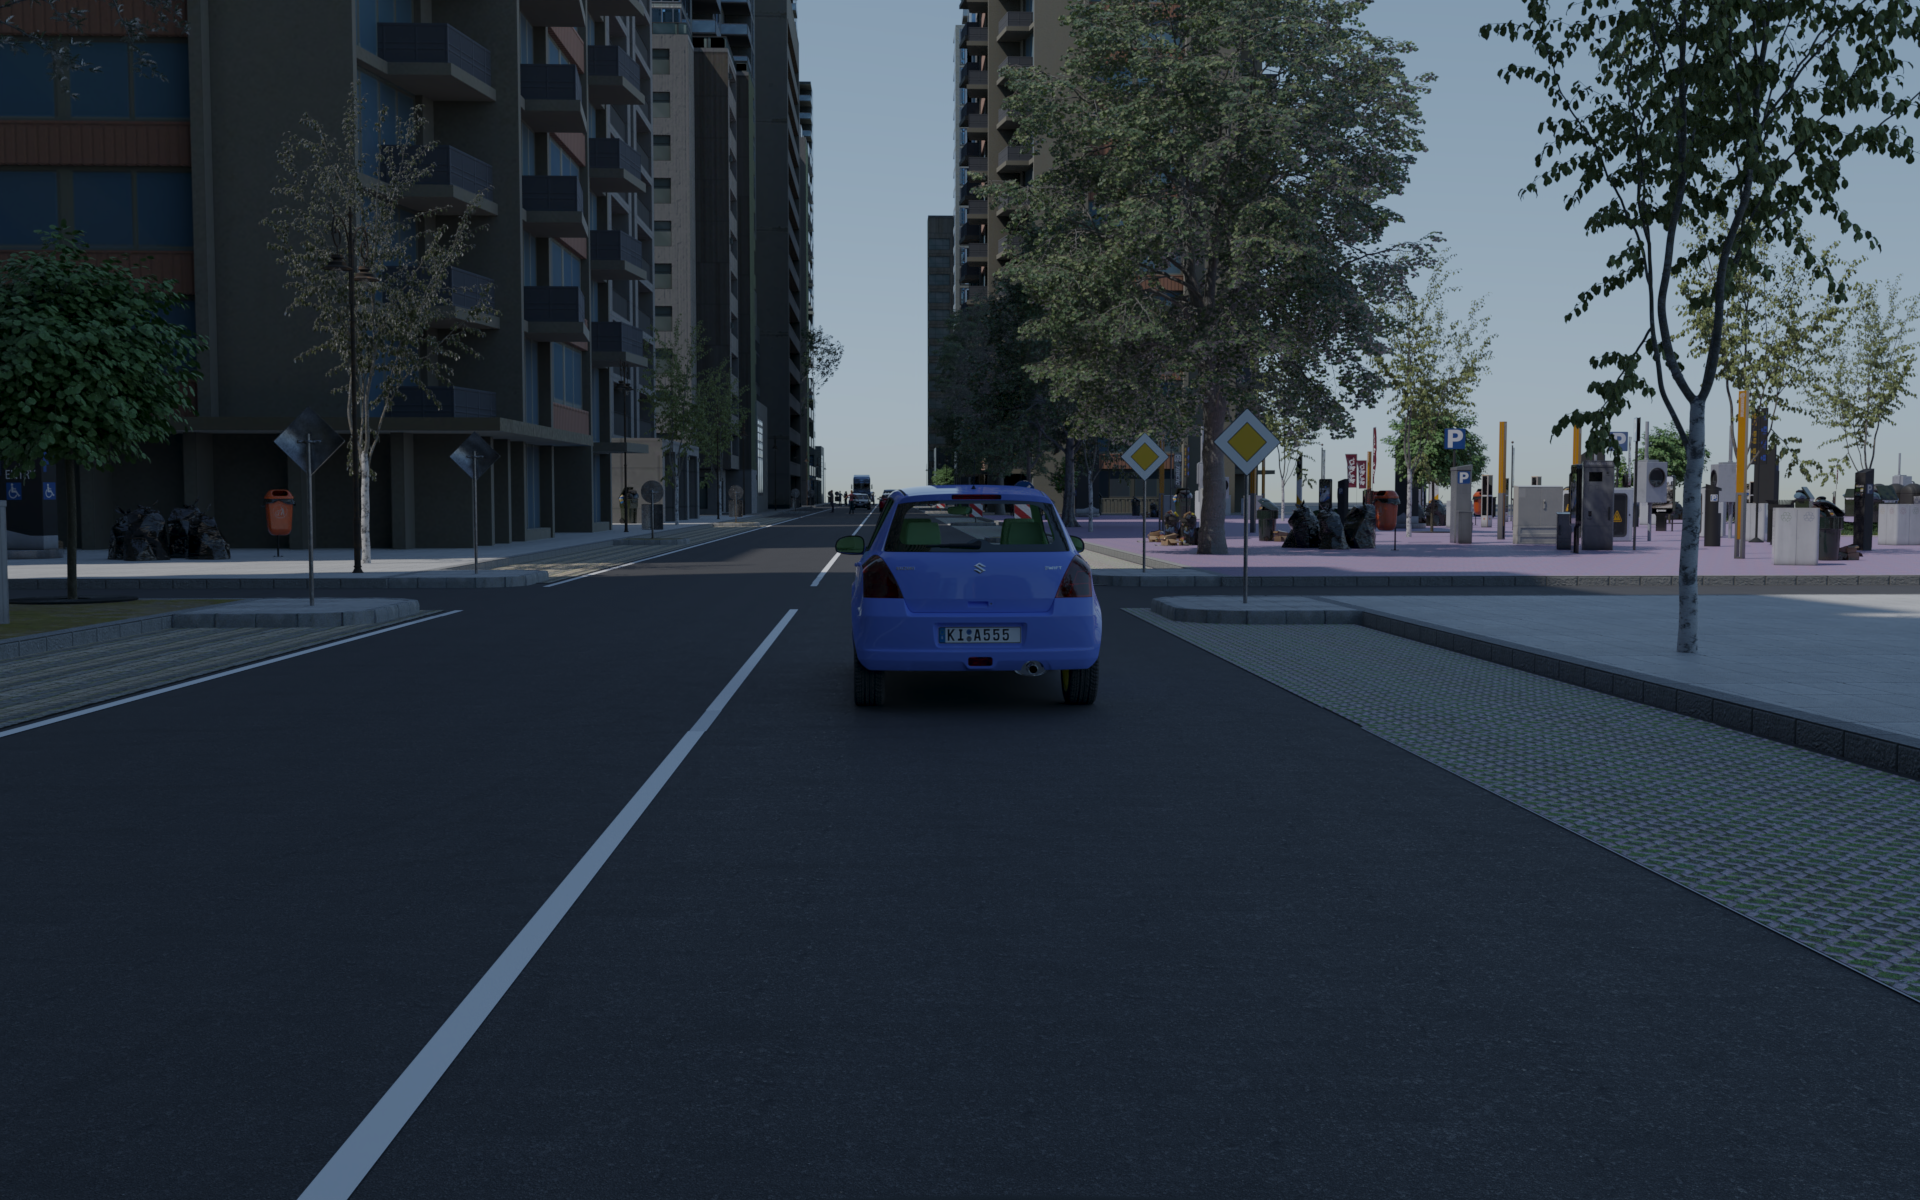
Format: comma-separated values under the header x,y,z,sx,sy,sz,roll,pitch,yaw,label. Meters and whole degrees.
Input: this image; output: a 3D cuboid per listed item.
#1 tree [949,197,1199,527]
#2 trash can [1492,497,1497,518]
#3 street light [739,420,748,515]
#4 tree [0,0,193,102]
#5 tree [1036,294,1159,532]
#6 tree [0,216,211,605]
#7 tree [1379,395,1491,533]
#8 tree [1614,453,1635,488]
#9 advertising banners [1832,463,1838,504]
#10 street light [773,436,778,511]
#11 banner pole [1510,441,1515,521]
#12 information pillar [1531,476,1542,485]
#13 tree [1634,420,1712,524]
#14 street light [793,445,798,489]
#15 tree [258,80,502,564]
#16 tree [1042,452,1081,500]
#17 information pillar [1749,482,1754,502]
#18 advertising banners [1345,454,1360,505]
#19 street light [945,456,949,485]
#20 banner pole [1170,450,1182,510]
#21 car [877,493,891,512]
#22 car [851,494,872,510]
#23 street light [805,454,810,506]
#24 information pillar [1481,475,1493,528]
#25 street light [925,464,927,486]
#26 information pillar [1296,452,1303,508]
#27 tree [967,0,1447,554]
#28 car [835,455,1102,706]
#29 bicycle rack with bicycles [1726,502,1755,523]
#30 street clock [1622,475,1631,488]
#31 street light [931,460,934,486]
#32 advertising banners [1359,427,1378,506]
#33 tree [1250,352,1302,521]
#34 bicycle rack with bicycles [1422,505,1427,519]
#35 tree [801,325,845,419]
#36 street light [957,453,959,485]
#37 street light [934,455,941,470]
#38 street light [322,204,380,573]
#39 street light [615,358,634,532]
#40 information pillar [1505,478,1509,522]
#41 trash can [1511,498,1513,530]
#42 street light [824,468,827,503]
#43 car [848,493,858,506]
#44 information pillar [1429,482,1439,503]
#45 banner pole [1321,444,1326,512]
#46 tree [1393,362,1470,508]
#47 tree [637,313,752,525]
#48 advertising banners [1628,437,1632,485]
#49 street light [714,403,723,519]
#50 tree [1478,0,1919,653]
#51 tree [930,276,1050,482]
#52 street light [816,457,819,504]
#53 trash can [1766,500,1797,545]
x,y,z,sx,sy,sz,roll,pitch,yaw,label
4.352,-9.190,67.272,9.611,12.733,9.660,0,3,0,tree
28.693,-5.020,93.738,0.748,1.137,0.748,0,3,0,trash can
-13.028,-8.049,104.383,0.468,5.910,1.993,0,4,-2,street light
-10.249,-6.147,10.878,12.009,13.543,11.850,0,3,0,tree
4.457,-6.588,58.078,4.360,8.622,3.978,0,3,0,tree
-10.712,-2.255,20.585,4.285,4.588,4.351,0,3,0,tree
15.623,-4.513,57.502,4.285,4.588,4.351,0,3,0,tree
30.290,-5.193,79.511,1.663,3.219,1.824,0,3,0,tree
47.244,-5.952,93.505,0.090,3.025,2.074,1,4,21,advertising banners
-14.340,-9.889,134.469,0.468,5.910,1.993,0,4,-2,street light
26.130,-5.619,81.883,0.401,3.779,0.863,2,4,27,banner pole
23.873,-4.115,71.778,0.304,2.012,0.304,-3,4,-36,information pillar
30.748,-5.578,74.918,4.285,4.588,4.351,0,3,0,tree
-15.599,-11.730,164.569,0.468,5.910,1.993,0,4,-2,street light
-10.818,-4.990,31.957,4.360,8.622,3.978,0,3,0,tree
4.706,-5.080,77.659,1.663,3.219,1.824,0,3,0,tree
46.387,-5.930,101.441,0.304,2.012,0.304,1,4,21,information pillar
17.713,-4.821,75.009,2.074,3.025,0.090,1,4,9,advertising banners
-1.362,-12.632,179.313,0.468,5.910,1.993,0,4,-2,street light
11.310,-6.182,91.091,0.863,3.779,0.401,-1,4,-18,banner pole
-5.758,-8.145,142.210,2.155,1.783,4.494,0,4,-2,car
-9.027,-9.052,157.779,2.009,1.686,4.222,0,4,-1,car
-16.542,-13.129,187.454,0.468,5.910,1.993,0,4,-2,street light
20.204,-3.786,66.399,0.304,2.012,0.304,-2,4,-35,information pillar
-5.060,-17.724,262.577,0.468,5.910,1.993,0,4,-2,street light
19.043,-6.471,97.148,0.183,3.616,0.504,-1,4,-23,information pillar
5.314,-7.960,36.805,9.857,13.997,8.962,0,3,0,tree
0.024,-0.212,13.060,1.945,1.707,3.694,0,4,-4,car
34.620,-3.927,77.582,2.925,0.926,2.852,-2,4,-24,bicycle rack with bicycles
25.208,-3.729,65.537,0.358,2.002,0.471,0,4,7,street clock
-3.653,-15.846,231.875,0.468,5.910,1.993,0,4,-2,street light
10.898,-3.051,46.077,0.090,3.025,2.074,0,4,6,advertising banners
15.443,-8.041,81.830,4.737,8.622,4.395,0,3,0,tree
21.498,-4.235,82.618,2.852,0.926,2.925,-3,5,-41,bicycle rack with bicycles
-18.782,-19.720,178.308,12.611,20.169,13.585,0,3,0,tree
-0.112,-10.793,149.245,0.468,5.910,1.993,0,4,-2,street light
-2.419,-14.016,201.952,0.468,5.910,1.993,0,4,-2,street light
-9.798,-3.377,27.999,0.468,5.910,1.993,0,4,-2,street light
-11.240,-5.220,58.141,0.468,5.910,1.993,0,4,-2,street light
24.942,-4.581,79.398,0.304,2.012,0.304,-2,4,-34,information pillar
18.985,-2.867,58.521,0.748,1.137,0.748,0,3,0,trash can
-19.352,-16.862,248.488,0.468,5.910,1.993,0,4,-2,street light
-11.583,-11.261,193.713,1.945,1.707,3.694,0,4,-1,car
25.281,-6.179,92.379,0.504,3.616,0.183,1,4,22,information pillar
18.021,-5.869,85.977,0.401,3.779,0.863,2,4,27,banner pole
25.515,-8.844,94.959,4.360,8.622,3.978,0,3,0,tree
-11.563,-7.417,71.624,4.737,8.622,4.395,0,3,0,tree
20.049,-3.426,52.207,0.090,3.025,2.074,2,4,30,advertising banners
-12.314,-7.051,88.071,0.468,5.910,1.993,0,4,-2,street light
6.093,-3.889,13.951,4.737,8.622,4.395,0,3,0,tree
3.597,-10.880,88.265,12.009,13.543,11.850,0,3,0,tree
-17.924,-14.991,217.893,0.468,5.910,1.993,0,4,-2,street light
20.699,-1.959,43.687,0.748,1.137,0.748,0,3,0,trash can
